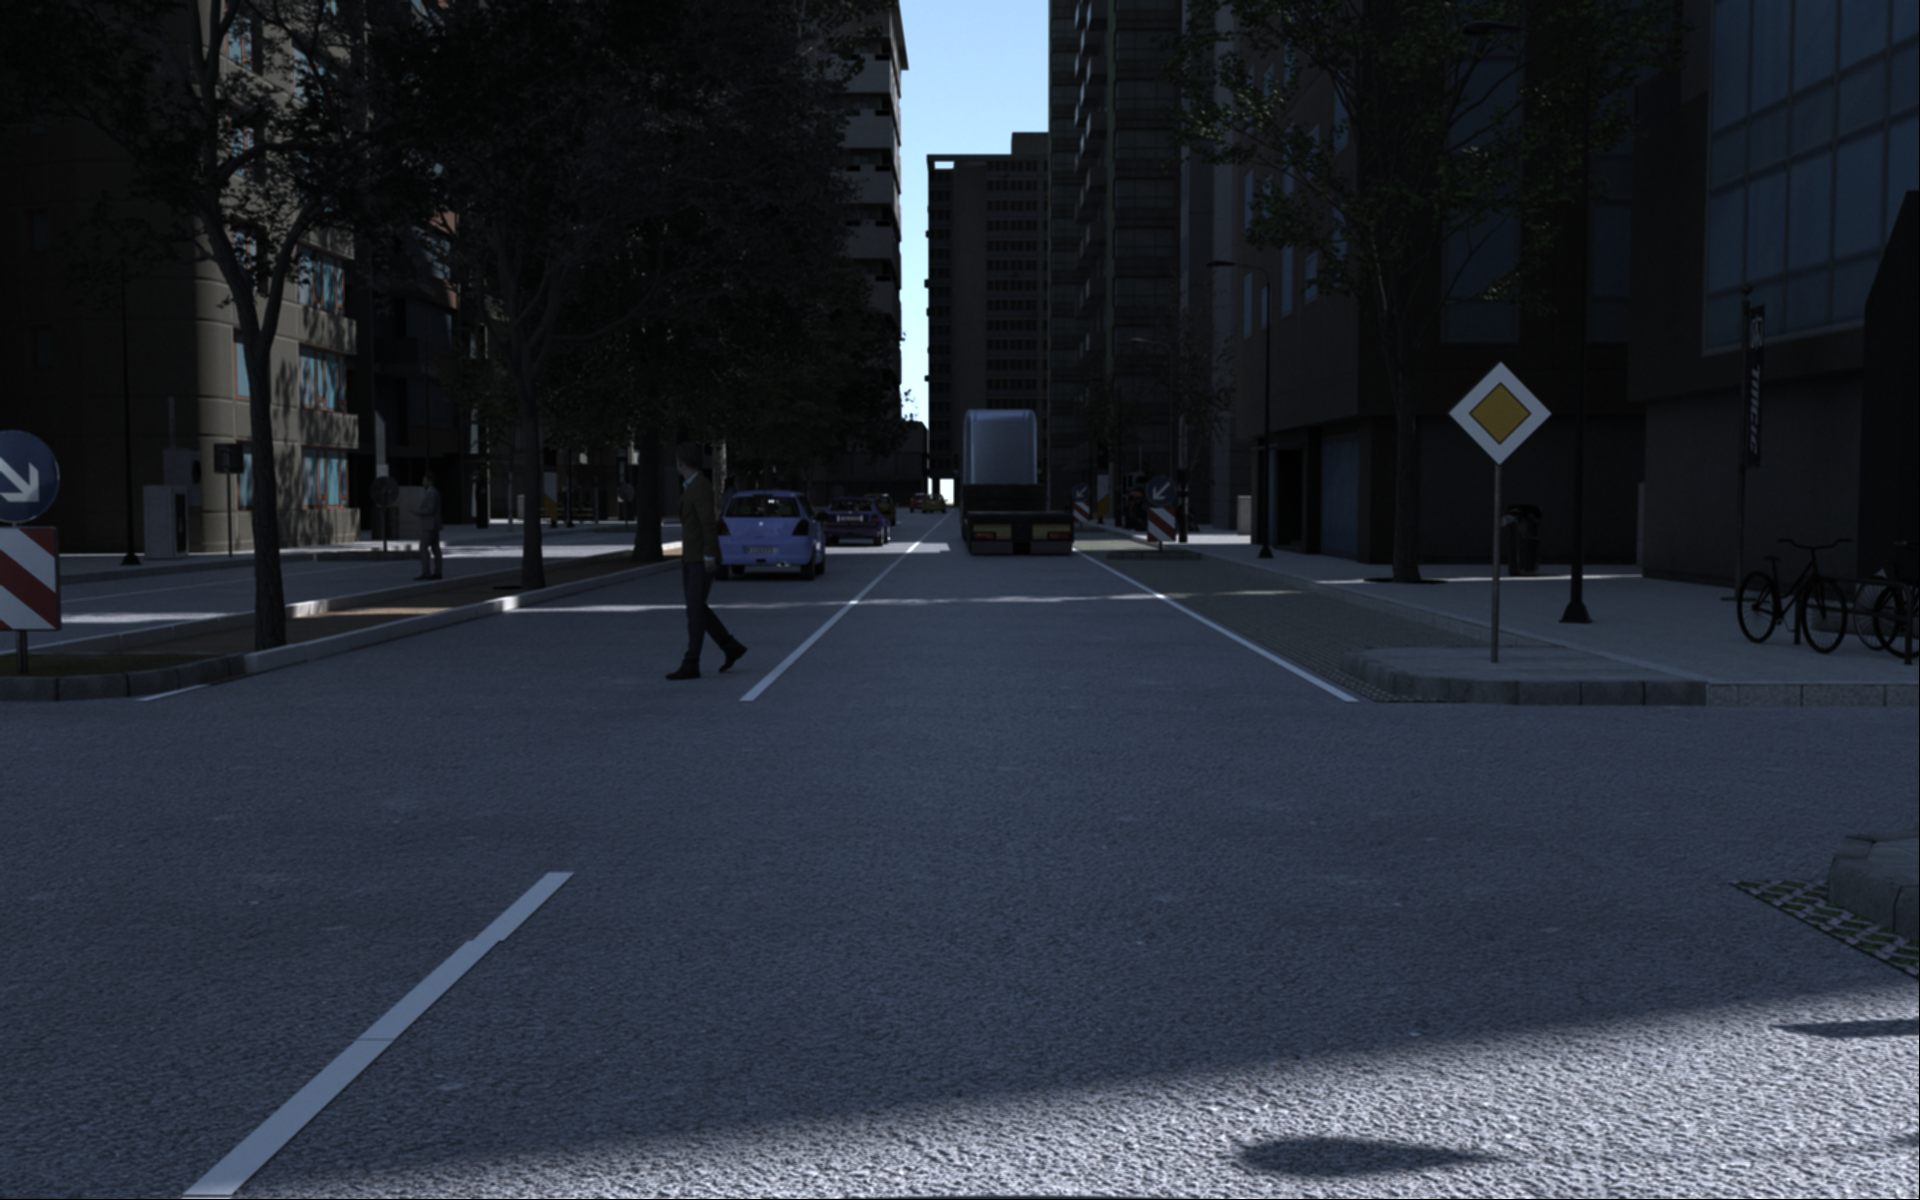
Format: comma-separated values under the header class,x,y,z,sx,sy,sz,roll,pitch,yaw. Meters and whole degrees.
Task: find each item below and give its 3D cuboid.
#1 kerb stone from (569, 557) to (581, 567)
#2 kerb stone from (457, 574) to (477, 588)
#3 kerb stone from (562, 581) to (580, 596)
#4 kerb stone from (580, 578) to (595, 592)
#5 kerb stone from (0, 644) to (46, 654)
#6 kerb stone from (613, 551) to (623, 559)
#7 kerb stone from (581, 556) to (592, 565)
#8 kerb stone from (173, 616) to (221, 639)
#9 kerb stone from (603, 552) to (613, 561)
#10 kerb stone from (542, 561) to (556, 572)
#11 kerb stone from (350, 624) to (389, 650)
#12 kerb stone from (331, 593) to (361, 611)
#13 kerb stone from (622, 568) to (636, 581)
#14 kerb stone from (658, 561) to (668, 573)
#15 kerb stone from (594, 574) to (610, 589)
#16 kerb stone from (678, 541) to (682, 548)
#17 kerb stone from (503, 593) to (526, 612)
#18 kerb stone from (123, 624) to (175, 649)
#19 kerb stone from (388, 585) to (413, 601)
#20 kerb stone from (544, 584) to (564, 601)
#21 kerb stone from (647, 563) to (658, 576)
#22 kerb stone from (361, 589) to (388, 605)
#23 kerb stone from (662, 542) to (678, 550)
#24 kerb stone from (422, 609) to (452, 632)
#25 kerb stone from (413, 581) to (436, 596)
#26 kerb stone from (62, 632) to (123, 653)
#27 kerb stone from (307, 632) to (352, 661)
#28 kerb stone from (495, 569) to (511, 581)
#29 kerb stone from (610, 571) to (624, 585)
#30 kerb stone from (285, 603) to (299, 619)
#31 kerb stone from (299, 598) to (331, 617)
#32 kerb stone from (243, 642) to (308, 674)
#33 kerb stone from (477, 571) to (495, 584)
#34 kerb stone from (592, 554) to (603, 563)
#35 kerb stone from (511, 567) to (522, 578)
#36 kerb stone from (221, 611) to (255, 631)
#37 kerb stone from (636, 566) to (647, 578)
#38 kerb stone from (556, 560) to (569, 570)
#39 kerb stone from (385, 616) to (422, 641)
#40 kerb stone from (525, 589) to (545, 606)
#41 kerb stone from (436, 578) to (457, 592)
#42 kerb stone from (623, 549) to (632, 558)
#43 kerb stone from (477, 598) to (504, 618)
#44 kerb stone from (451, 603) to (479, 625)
class,x,y,z,sx,sy,sz,roll,pitch,yaw
kerb stone,-7.632,-0.707,33.852,0.120,0.150,1.000,0,4,0
kerb stone,-7.672,-0.272,26.643,0.120,0.150,1.000,0,4,0
kerb stone,-5.594,-0.144,24.546,0.120,0.150,1.000,0,4,0
kerb stone,-5.591,-0.201,25.569,0.120,0.150,1.000,0,4,0
kerb stone,-7.752,0.482,14.322,0.120,0.150,1.000,0,4,0
kerb stone,-7.609,-0.962,37.964,0.120,0.150,1.000,0,4,0
kerb stone,-7.630,-0.775,34.873,0.120,0.150,1.000,0,4,0
kerb stone,-7.735,0.293,17.412,0.120,0.150,1.000,0,4,0
kerb stone,-7.613,-0.902,36.942,0.120,0.150,1.000,0,4,0
kerb stone,-7.650,-0.586,31.782,0.120,0.150,1.000,0,4,0
kerb stone,-5.638,0.362,16.337,0.120,0.150,1.000,0,4,0
kerb stone,-7.709,0.042,21.512,0.120,0.150,1.000,0,4,0
kerb stone,-5.566,-0.392,28.646,0.120,0.150,1.000,0,4,0
kerb stone,-5.544,-0.582,31.717,0.120,0.150,1.000,0,4,0
kerb stone,-5.582,-0.265,26.595,0.120,0.150,1.000,0,4,0
kerb stone,-7.554,-1.466,46.168,0.120,0.150,1.000,0,4,0
kerb stone,-5.605,0.045,21.465,0.120,0.150,1.000,0,4,0
kerb stone,-7.738,0.359,16.376,0.120,0.150,1.000,0,4,0
kerb stone,-7.697,-0.083,23.559,0.120,0.150,1.000,0,4,0
kerb stone,-5.593,-0.081,23.523,0.120,0.150,1.000,0,4,0
kerb stone,-5.550,-0.520,30.695,0.120,0.150,1.000,0,4,0
kerb stone,-7.700,-0.019,22.534,0.120,0.150,1.000,0,4,0
kerb stone,-7.561,-1.402,45.142,0.120,0.150,1.000,0,4,0
kerb stone,-5.626,0.233,18.382,0.120,0.150,1.000,0,4,0
kerb stone,-7.691,-0.146,24.581,0.120,0.150,1.000,0,4,0
kerb stone,-7.751,0.419,15.350,0.120,0.150,1.000,0,4,0
kerb stone,-5.638,0.425,15.315,0.120,0.150,1.000,0,4,0
kerb stone,-7.670,-0.397,28.693,0.120,0.150,1.000,0,4,0
kerb stone,-5.566,-0.324,27.621,0.120,0.150,1.000,0,4,0
kerb stone,-7.716,0.169,19.466,0.120,0.150,1.000,0,4,0
kerb stone,-7.717,0.104,20.490,0.120,0.150,1.000,0,4,0
kerb stone,-5.656,0.483,14.293,0.120,0.150,1.000,0,4,0
kerb stone,-7.674,-0.331,27.671,0.120,0.150,1.000,0,4,0
kerb stone,-7.621,-0.839,35.914,0.120,0.150,1.000,0,4,0
kerb stone,-7.658,-0.461,29.727,0.120,0.150,1.000,0,4,0
kerb stone,-7.722,0.230,18.441,0.120,0.150,1.000,0,4,0
kerb stone,-5.552,-0.457,29.670,0.120,0.150,1.000,0,4,0
kerb stone,-7.642,-0.649,32.814,0.120,0.150,1.000,0,4,0
kerb stone,-5.633,0.296,17.359,0.120,0.150,1.000,0,4,0
kerb stone,-5.604,-0.019,22.498,0.120,0.150,1.000,0,4,0
kerb stone,-7.681,-0.209,25.610,0.120,0.150,1.000,0,4,0
kerb stone,-7.596,-1.027,38.990,0.120,0.150,1.000,0,4,0
kerb stone,-5.608,0.108,20.431,0.120,0.150,1.000,0,4,0
kerb stone,-5.624,0.171,19.407,0.120,0.150,1.000,0,4,0
